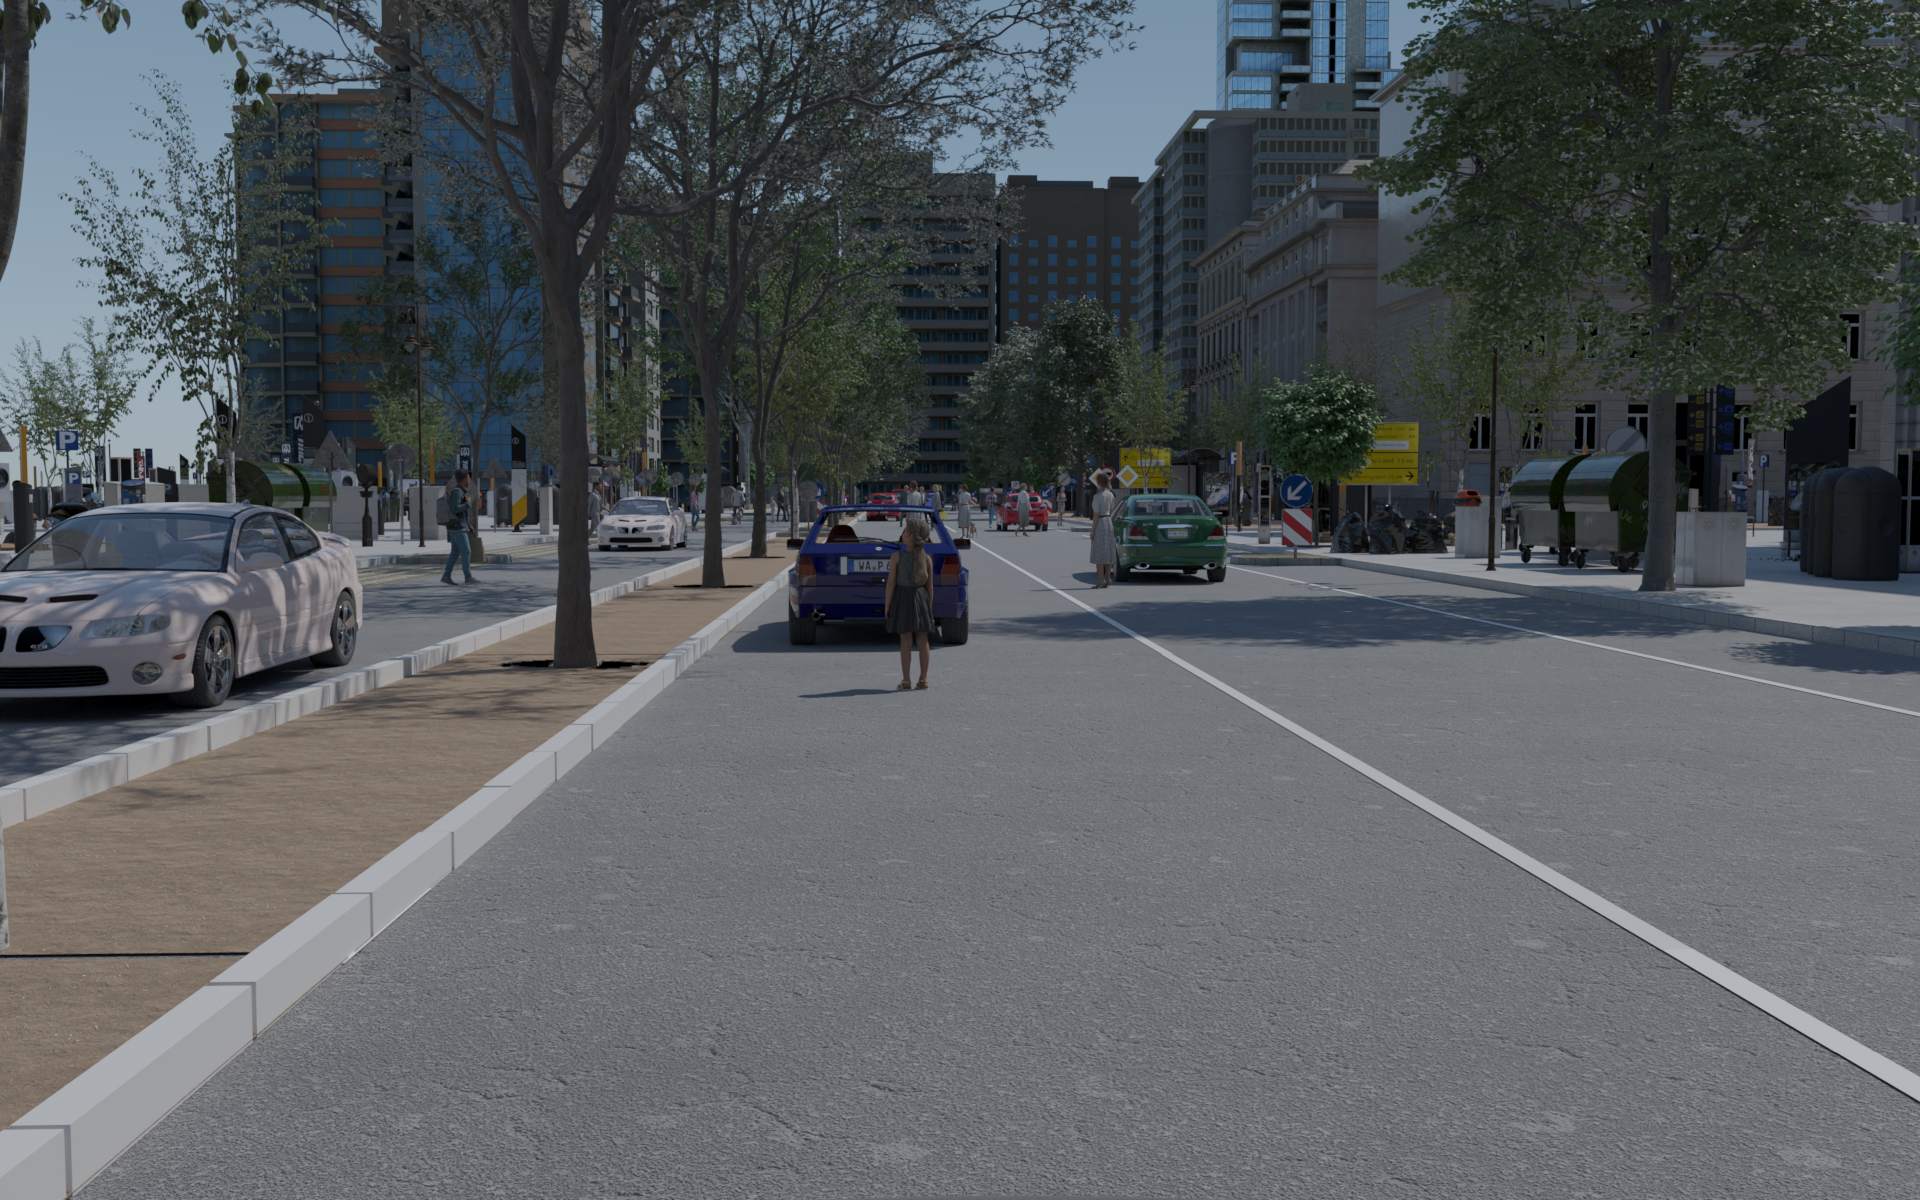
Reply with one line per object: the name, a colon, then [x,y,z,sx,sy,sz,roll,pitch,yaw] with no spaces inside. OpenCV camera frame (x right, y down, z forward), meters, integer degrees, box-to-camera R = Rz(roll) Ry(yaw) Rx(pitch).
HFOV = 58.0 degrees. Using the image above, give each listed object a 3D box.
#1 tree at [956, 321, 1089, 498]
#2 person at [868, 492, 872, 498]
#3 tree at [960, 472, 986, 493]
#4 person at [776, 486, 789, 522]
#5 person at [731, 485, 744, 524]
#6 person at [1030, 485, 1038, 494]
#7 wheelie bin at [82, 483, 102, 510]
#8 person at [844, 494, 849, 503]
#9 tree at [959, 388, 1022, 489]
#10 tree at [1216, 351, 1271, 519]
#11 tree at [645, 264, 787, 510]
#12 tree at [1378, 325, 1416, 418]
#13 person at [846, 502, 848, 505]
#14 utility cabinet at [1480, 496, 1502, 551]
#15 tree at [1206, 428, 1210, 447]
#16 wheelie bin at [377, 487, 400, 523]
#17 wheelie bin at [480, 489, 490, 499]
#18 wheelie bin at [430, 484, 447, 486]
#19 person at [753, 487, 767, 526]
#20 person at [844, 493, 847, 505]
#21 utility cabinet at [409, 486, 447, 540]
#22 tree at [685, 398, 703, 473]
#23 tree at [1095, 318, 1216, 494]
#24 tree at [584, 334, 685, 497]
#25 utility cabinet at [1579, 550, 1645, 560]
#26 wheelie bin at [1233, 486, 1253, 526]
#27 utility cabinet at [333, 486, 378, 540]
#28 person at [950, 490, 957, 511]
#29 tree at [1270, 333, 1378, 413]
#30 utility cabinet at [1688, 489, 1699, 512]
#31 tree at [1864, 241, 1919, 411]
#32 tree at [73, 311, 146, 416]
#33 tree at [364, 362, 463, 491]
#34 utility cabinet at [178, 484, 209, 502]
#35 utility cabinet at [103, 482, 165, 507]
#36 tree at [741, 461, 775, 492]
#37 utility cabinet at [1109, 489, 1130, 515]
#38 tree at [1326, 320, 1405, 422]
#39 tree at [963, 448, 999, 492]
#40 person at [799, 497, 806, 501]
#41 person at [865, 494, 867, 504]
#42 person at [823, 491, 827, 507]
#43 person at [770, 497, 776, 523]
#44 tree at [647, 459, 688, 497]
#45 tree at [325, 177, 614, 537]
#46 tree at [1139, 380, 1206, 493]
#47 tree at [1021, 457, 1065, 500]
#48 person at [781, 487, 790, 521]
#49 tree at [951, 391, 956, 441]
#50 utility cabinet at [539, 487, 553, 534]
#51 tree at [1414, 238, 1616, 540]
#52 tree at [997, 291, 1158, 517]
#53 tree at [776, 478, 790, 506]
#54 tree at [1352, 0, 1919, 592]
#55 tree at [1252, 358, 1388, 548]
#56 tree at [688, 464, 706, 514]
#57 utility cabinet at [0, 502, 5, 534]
tree: [5.302,-13.590,128.849,9.857,13.997,8.962,0,3,0]
person: [-10.201,-11.398,196.325,0.415,1.643,0.593,-2,4,-31]
tree: [1.720,-14.225,216.289,4.285,4.588,4.351,0,3,0]
person: [-8.993,-4.860,87.733,0.755,1.850,0.659,2,4,33]
person: [-10.614,-4.541,82.598,0.661,1.843,0.795,1,4,14]
person: [3.450,-4.518,82.149,0.659,1.850,0.755,2,4,26]
wheelie bin: [-25.876,-2.644,51.131,0.980,1.594,0.693,-2,4,-26]
person: [-9.592,-8.343,148.137,0.991,1.433,0.599,-1,4,-19]
tree: [3.775,-15.572,172.726,7.486,12.596,7.792,0,3,0]
tree: [14.690,-8.441,88.376,4.737,8.622,4.395,0,3,0]
tree: [-18.509,-17.356,139.665,12.611,20.169,13.585,0,3,0]
tree: [15.137,-6.247,52.506,4.737,8.622,4.395,0,3,0]
person: [-8.518,-7.745,135.112,0.713,1.824,0.794,2,4,26]
utility cabinet: [12.158,-1.742,39.643,0.306,1.237,1.020,0,4,8]
tree: [15.828,-10.575,123.268,4.360,8.622,3.978,0,3,0]
wheelie bin: [-25.892,-4.349,79.014,0.693,1.594,0.980,0,4,7]
wheelie bin: [-31.184,-6.472,113.728,0.980,1.594,0.693,0,4,2]
wheelie bin: [-16.230,-2.821,54.039,0.980,1.594,0.693,1,4,12]
person: [-8.894,-4.177,76.978,0.592,1.802,0.473,-1,4,-15]
person: [-10.650,-9.138,157.845,1.348,1.831,0.705,-1,4,-17]
utility cabinet: [-14.718,-2.399,47.895,1.173,1.500,0.318,2,4,32]
tree: [-19.221,-10.969,129.703,4.737,8.622,4.395,0,3,0]
tree: [7.703,-7.436,71.941,4.737,8.622,4.395,0,3,0]
tree: [-15.200,-7.859,78.861,4.737,8.622,4.395,0,3,0]
utility cabinet: [12.489,-1.499,33.187,1.173,1.500,0.318,0,4,6]
wheelie bin: [11.258,-3.736,68.999,0.693,1.594,0.980,0,4,-6]
utility cabinet: [-16.792,-2.411,48.101,1.173,1.500,0.318,-1,4,-19]
person: [-0.491,-8.157,142.673,0.445,1.727,0.742,2,4,26]
tree: [17.383,-7.901,79.539,4.737,8.622,4.395,0,3,0]
utility cabinet: [30.290,-3.852,71.656,0.318,1.500,1.173,1,4,13]
tree: [10.284,-1.999,16.393,4.285,4.588,4.351,0,3,0]
tree: [-34.701,-7.276,69.318,4.737,8.622,4.395,0,3,0]
tree: [-31.293,-8.968,96.984,4.737,8.622,4.395,0,3,0]
utility cabinet: [-17.183,-1.818,38.411,0.318,1.500,1.173,3,5,43]
utility cabinet: [-14.869,-1.381,31.255,0.318,1.500,1.173,1,4,16]
tree: [-18.245,-10.545,156.126,4.285,4.588,4.351,0,3,0]
utility cabinet: [7.296,-4.384,80.354,1.173,1.500,0.318,-1,4,-22]
tree: [17.004,-7.573,74.174,4.360,8.622,3.978,0,3,0]
tree: [2.656,-14.106,180.999,4.737,8.622,4.395,0,3,0]
person: [-9.409,-5.790,104.174,0.522,1.701,0.512,1,4,13]
person: [-10.196,-10.776,187.953,0.557,1.426,1.065,1,4,9]
person: [-14.769,-11.202,192.472,1.217,1.723,0.721,2,4,27]
person: [-9.291,-4.469,85.849,0.425,1.301,0.394,3,4,36]
tree: [-16.002,-6.027,93.137,1.663,3.219,1.824,0,3,0]
tree: [-14.548,-7.149,51.299,8.767,10.594,7.601,-1,4,-11]
tree: [13.106,-9.891,112.076,4.360,8.622,3.978,0,3,0]
tree: [5.919,-8.462,122.073,4.285,4.588,4.351,0,3,0]
person: [-9.167,-5.013,90.641,0.526,1.800,0.537,-1,4,-13]
tree: [4.098,-15.451,159.278,9.857,13.997,8.962,0,3,0]
utility cabinet: [-13.198,-2.844,55.174,0.318,1.500,1.173,0,4,-8]
tree: [15.500,-5.948,47.618,4.737,8.622,4.395,0,3,0]
tree: [6.738,-11.092,98.355,9.611,12.733,9.660,0,3,0]
tree: [-19.513,-12.090,192.273,1.663,3.219,1.824,0,3,0]
tree: [9.195,-6.416,23.033,7.486,12.596,7.792,0,3,0]
tree: [8.739,-3.566,42.022,4.285,4.588,4.351,0,3,0]
tree: [-16.891,-7.149,111.486,1.663,3.219,1.824,0,3,0]
utility cabinet: [-30.355,-2.808,54.594,0.318,1.500,1.173,-2,4,-24]
